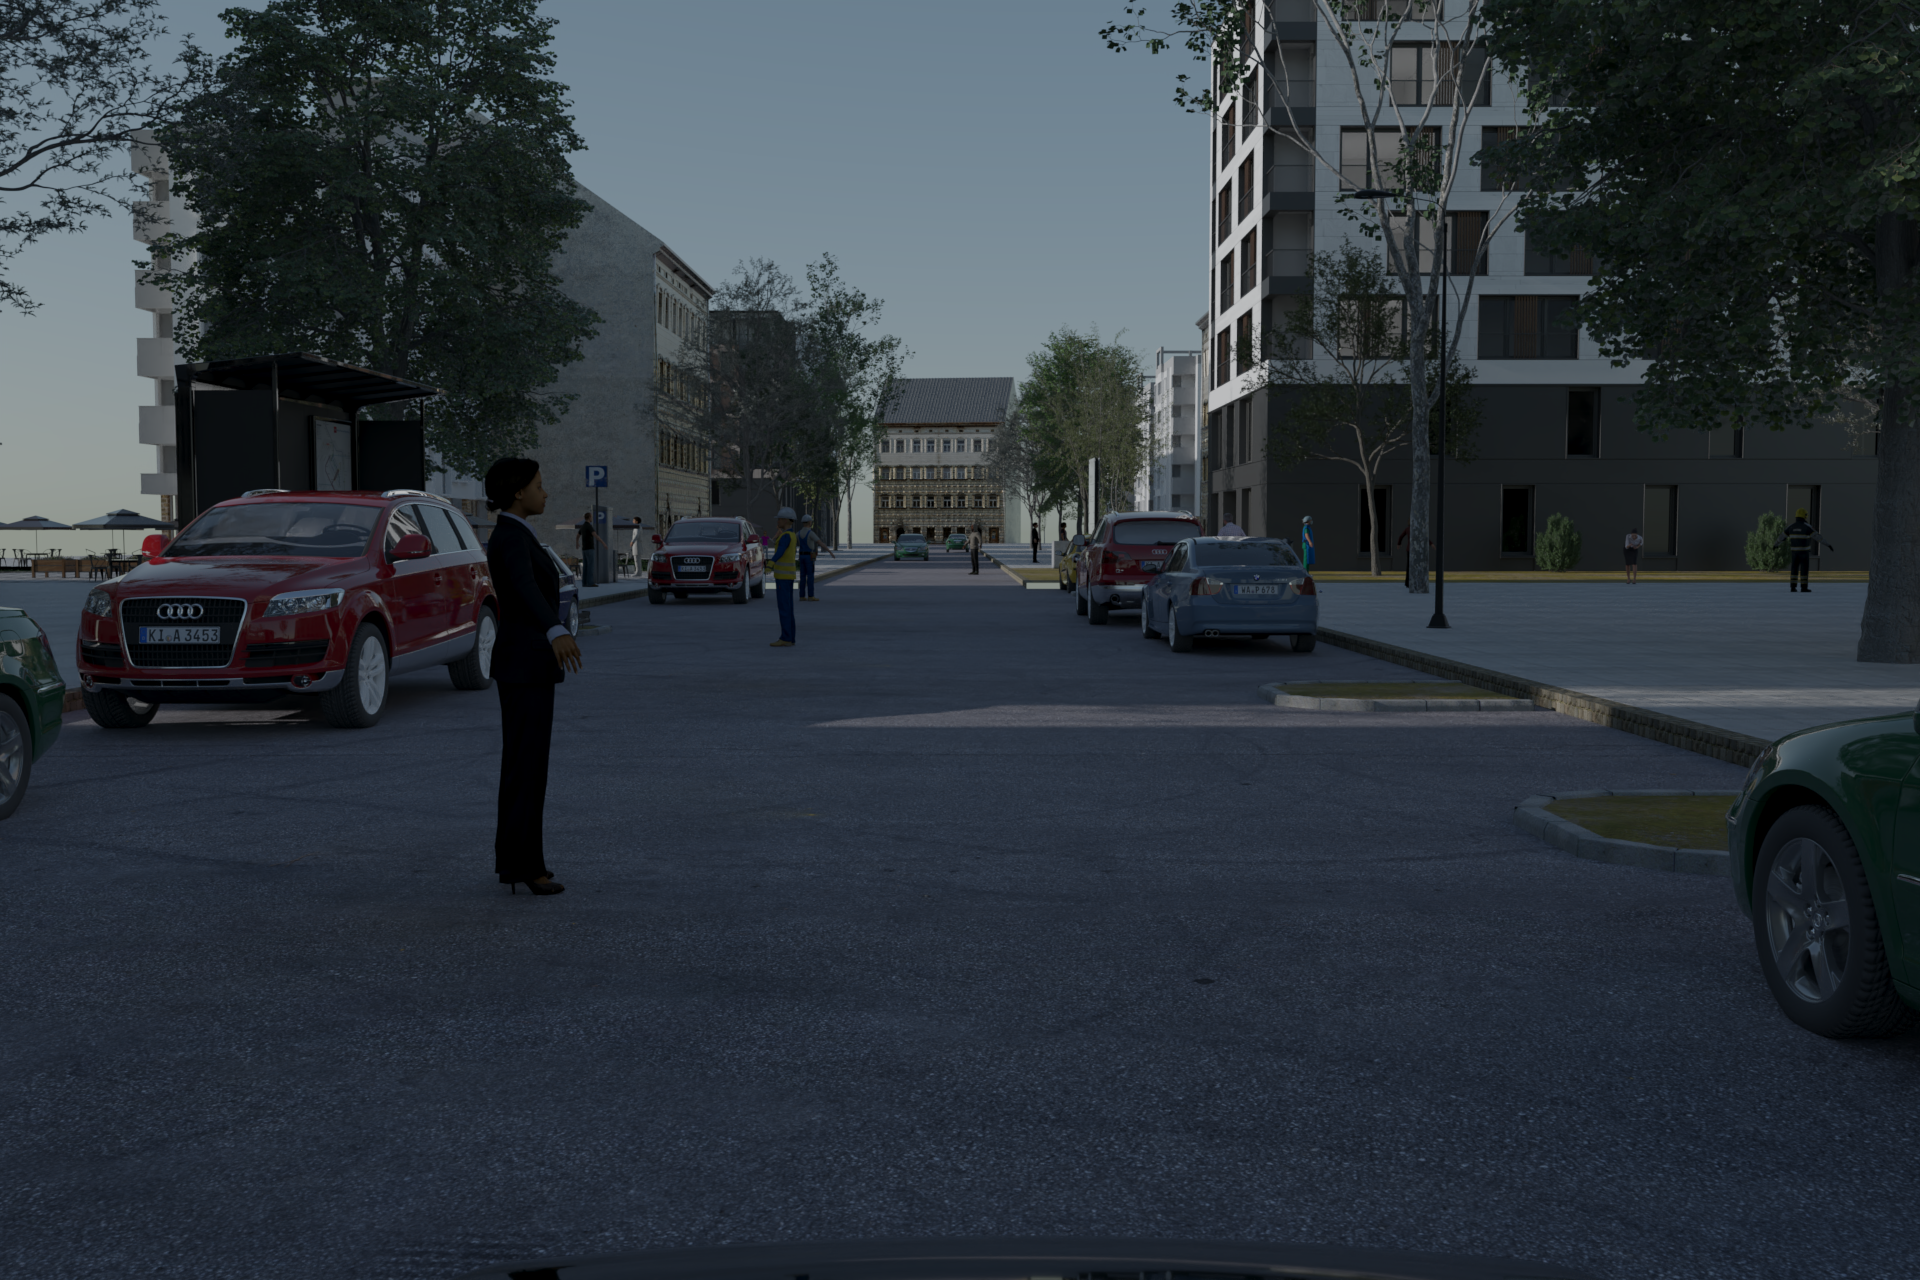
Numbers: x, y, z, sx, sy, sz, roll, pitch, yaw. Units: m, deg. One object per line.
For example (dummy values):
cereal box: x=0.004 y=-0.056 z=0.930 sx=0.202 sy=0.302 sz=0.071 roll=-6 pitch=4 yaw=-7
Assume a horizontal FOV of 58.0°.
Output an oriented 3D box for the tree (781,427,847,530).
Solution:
tree: x=-9.256 y=-9.706 z=109.056 sx=4.737 sy=8.622 sz=4.395 roll=0 pitch=3 yaw=0

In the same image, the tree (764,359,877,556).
tree: x=-8.483 y=-10.821 z=102.683 sx=9.928 sy=11.665 sz=9.643 roll=0 pitch=3 yaw=0

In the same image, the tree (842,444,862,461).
tree: x=-19.647 y=-23.650 z=242.571 sx=12.611 sy=20.169 sz=13.585 roll=0 pitch=3 yaw=0

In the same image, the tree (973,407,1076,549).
tree: x=6.285 y=-14.762 z=151.723 sx=12.009 sy=13.543 sz=11.850 roll=0 pitch=3 yaw=0

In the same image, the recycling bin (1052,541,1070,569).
recycling bin: x=3.801 y=-3.181 z=64.568 sx=0.722 sy=1.027 sz=0.722 roll=0 pitch=4 yaw=0

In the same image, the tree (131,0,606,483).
tree: x=-11.890 y=-7.907 z=35.931 sx=9.857 sy=13.997 sz=8.962 roll=0 pitch=3 yaw=0

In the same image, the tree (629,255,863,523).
tree: x=-9.098 y=-10.106 z=75.603 sx=12.009 sy=13.543 sz=11.850 roll=0 pitch=3 yaw=0

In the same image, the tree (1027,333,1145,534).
tree: x=7.164 y=-11.035 z=98.554 sx=7.486 sy=12.596 sz=7.792 roll=0 pitch=3 yaw=0

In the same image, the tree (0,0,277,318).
tree: x=-12.270 y=-6.480 z=16.313 sx=12.009 sy=13.543 sz=11.850 roll=0 pitch=3 yaw=0

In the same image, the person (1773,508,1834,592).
person: x=18.549 y=-1.983 z=38.193 sx=0.704 sy=1.858 sz=1.351 roll=-3 pitch=4 yaw=-36

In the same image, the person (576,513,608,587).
person: x=-8.985 y=-2.187 z=41.980 sx=0.705 sy=1.803 sz=1.348 roll=-3 pitch=5 yaw=-44

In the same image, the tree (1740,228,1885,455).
tree: x=27.371 y=-8.427 z=48.144 sx=12.009 sy=13.543 sz=11.850 roll=0 pitch=3 yaw=0

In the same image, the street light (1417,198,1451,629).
street light: x=7.087 y=-3.116 z=23.494 sx=1.470 sy=5.913 sz=1.316 roll=0 pitch=3 yaw=0

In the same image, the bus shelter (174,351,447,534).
bus shelter: x=-9.294 y=-2.089 z=25.440 sx=1.731 sy=3.624 sz=6.357 roll=0 pitch=4 yaw=0

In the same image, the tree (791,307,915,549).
tree: x=-10.783 y=-17.790 z=146.762 sx=12.611 sy=20.169 sz=13.585 roll=0 pitch=3 yaw=0

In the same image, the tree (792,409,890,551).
tree: x=-9.478 y=-12.689 z=133.227 sx=9.928 sy=11.665 sz=9.643 roll=0 pitch=3 yaw=0

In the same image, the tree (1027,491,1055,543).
tree: x=11.766 y=-17.493 z=236.376 sx=4.360 sy=8.622 sz=3.978 roll=0 pitch=3 yaw=0

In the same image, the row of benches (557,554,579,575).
row of benches: x=-13.960 y=-2.352 z=53.914 sx=4.104 sy=0.672 sz=1.422 roll=0 pitch=4 yaw=7

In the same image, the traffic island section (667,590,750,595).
traffic island section: x=-6.107 y=-1.149 z=41.660 sx=1.991 sy=0.108 sz=1.994 roll=0 pitch=4 yaw=-1

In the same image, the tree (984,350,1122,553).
tree: x=6.668 y=-12.585 z=116.132 sx=12.009 sy=13.543 sz=11.850 roll=0 pitch=3 yaw=0

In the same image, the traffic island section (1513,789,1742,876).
traffic island section: x=3.725 y=0.899 z=8.162 sx=1.991 sy=0.108 sz=1.994 roll=0 pitch=4 yaw=-1

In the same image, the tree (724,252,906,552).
tree: x=-10.116 y=-16.092 z=118.989 sx=12.611 sy=20.169 sz=13.585 roll=0 pitch=3 yaw=0

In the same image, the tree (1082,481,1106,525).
tree: x=20.295 y=-19.856 z=242.773 sx=7.486 sy=12.596 sz=7.792 roll=0 pitch=3 yaw=0

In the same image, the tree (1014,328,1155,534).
tree: x=6.312 y=-9.930 z=88.115 sx=9.928 sy=11.665 sz=9.643 roll=0 pitch=3 yaw=0

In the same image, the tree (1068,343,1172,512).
tree: x=5.889 y=-7.172 z=67.627 sx=4.360 sy=8.622 sz=3.978 roll=0 pitch=3 yaw=0

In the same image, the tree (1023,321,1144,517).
tree: x=4.868 y=-6.659 z=59.242 sx=4.360 sy=8.622 sz=3.978 roll=0 pitch=3 yaw=0

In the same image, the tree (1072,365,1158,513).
tree: x=6.606 y=-7.656 z=75.533 sx=4.360 sy=8.622 sz=3.978 roll=0 pitch=3 yaw=0

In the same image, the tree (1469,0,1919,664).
tree: x=9.383 y=-6.757 z=17.126 sx=9.857 sy=13.997 sz=8.962 roll=0 pitch=3 yaw=0

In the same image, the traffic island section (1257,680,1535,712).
traffic island section: x=3.630 y=0.483 z=14.965 sx=1.991 sy=0.108 sz=1.994 roll=0 pitch=4 yaw=-1

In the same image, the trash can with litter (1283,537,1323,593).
trash can with litter: x=7.073 y=-1.625 z=37.634 sx=1.678 sy=1.210 sz=2.233 roll=0 pitch=4 yaw=-1

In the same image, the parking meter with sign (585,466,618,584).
parking meter with sign: x=-9.272 y=-2.984 z=45.046 sx=0.543 sy=3.016 sz=1.738 roll=0 pitch=4 yaw=-1

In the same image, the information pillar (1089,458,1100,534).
information pillar: x=4.190 y=-3.839 z=54.084 sx=0.184 sy=3.620 sz=1.656 roll=0 pitch=4 yaw=-2

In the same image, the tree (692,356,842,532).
tree: x=-9.558 y=-9.574 z=90.954 sx=7.601 sy=10.594 sz=8.767 roll=3 pitch=4 yaw=36

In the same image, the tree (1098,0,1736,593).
tree: x=9.268 y=-10.991 z=35.594 sx=12.611 sy=20.169 sz=13.585 roll=0 pitch=3 yaw=0

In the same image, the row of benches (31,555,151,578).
row of benches: x=-25.063 y=-2.148 z=50.583 sx=4.104 sy=0.672 sz=1.422 roll=1 pitch=4 yaw=10

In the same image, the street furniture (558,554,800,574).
street furniture: x=-10.215 y=-2.590 z=57.971 sx=10.072 sy=0.657 sz=5.734 roll=0 pitch=4 yaw=0

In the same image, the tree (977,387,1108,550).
tree: x=6.239 y=-13.873 z=137.187 sx=12.009 sy=13.543 sz=11.850 roll=0 pitch=3 yaw=0

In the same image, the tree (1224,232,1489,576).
tree: x=12.664 y=-7.268 z=53.243 sx=8.767 sy=10.594 sz=7.601 roll=-2 pitch=4 yaw=-29

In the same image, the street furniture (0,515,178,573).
street furniture: x=-33.328 y=-3.389 z=60.434 sx=27.439 sy=1.986 sz=14.083 roll=-1 pitch=4 yaw=-9
